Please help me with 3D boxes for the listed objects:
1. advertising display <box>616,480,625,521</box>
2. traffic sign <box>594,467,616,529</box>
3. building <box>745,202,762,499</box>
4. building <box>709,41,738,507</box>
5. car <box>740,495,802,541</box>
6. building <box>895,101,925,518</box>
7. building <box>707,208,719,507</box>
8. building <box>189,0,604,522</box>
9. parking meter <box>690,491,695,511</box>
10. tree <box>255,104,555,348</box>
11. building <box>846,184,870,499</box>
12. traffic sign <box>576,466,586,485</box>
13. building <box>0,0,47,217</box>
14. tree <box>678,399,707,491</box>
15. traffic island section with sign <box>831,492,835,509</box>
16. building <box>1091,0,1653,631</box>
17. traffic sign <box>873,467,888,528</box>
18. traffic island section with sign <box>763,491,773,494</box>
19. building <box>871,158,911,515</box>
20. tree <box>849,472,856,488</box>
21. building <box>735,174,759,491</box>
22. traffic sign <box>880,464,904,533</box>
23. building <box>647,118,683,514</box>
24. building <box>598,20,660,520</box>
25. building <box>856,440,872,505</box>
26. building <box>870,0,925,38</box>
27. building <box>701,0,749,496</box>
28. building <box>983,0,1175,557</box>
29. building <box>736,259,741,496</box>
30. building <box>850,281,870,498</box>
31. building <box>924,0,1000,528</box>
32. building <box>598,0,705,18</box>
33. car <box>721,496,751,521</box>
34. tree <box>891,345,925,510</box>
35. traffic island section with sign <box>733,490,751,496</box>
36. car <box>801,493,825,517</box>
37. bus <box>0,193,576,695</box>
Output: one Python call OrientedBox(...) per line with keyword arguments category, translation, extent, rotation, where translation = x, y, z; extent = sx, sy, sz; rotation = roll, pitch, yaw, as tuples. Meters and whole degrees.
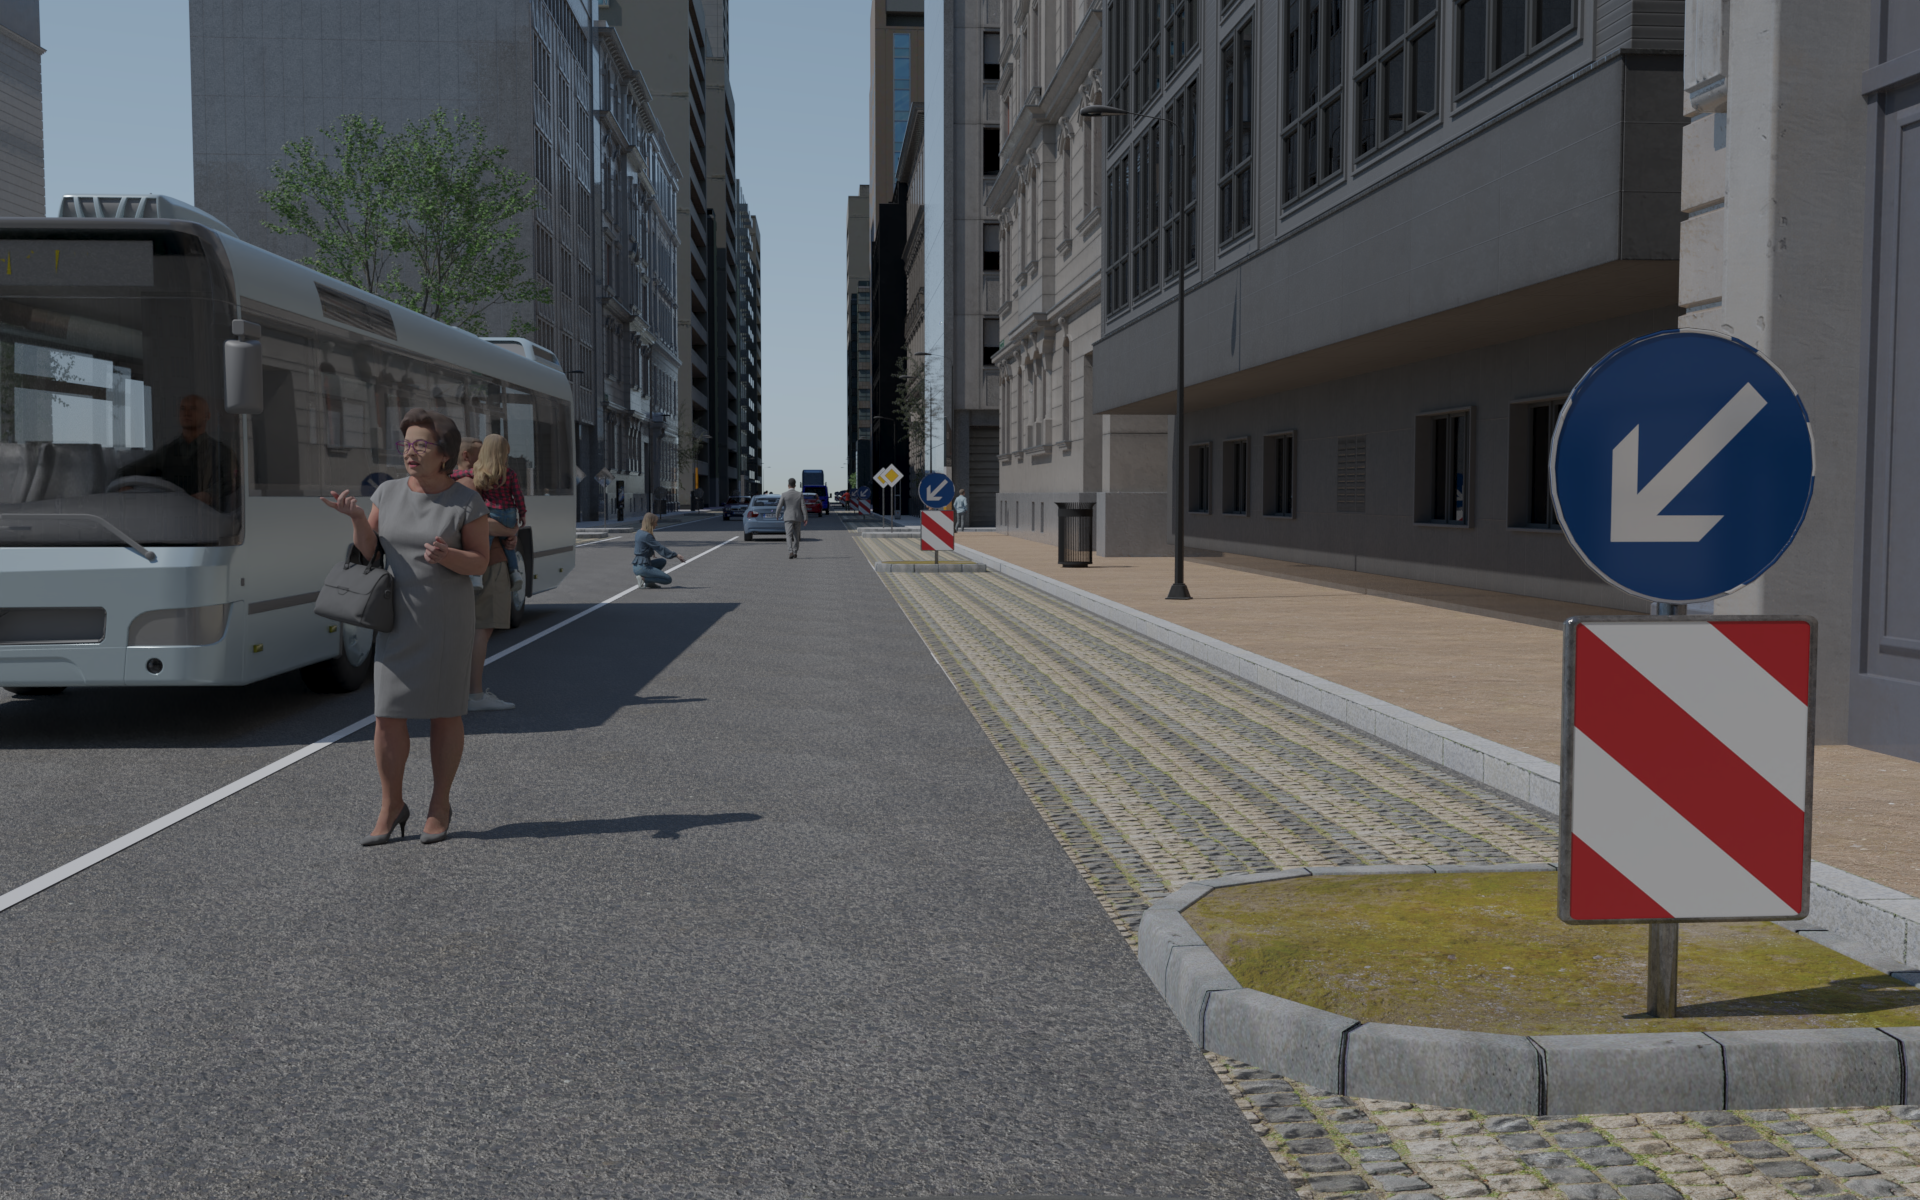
OrientedBox(category="advertising display", translation=(-16.013, -4.675, 81.642), extent=(0.123, 1.923, 0.974), rotation=(0, 4, 5))
OrientedBox(category="traffic sign", translation=(-13.196, -3.714, 64.367), extent=(0.795, 2.450, 0.064), rotation=(0, 4, -5))
OrientedBox(category="building", translation=(-43.516, -40.313, 282.819), extent=(21.300, 48.544, 21.600), rotation=(0, 4, -5))
OrientedBox(category="building", translation=(-35.072, -34.300, 184.501), extent=(21.300, 48.544, 21.600), rotation=(0, 4, -5))
OrientedBox(category="car", translation=(-5.858, -2.571, 54.043), extent=(2.014, 1.417, 4.499), rotation=(0, 4, -6))
OrientedBox(category="building", translation=(2.431, -16.216, 94.016), extent=(11.050, 23.489, 19.941), rotation=(0, 4, -5))
OrientedBox(category="building", translation=(-30.900, -24.203, 167.420), extent=(14.160, 30.474, 14.107), rotation=(0, 4, -5))
OrientedBox(category="building", translation=(-22.426, -15.582, 72.788), extent=(12.078, 24.808, 19.932), rotation=(0, 4, -5))
OrientedBox(category="parking meter", translation=(-20.052, -7.438, 130.018), extent=(0.372, 1.533, 0.369), rotation=(0, 3, 0))
OrientedBox(category="tree", translation=(-14.978, -7.428, 47.202), extent=(9.928, 11.665, 9.643), rotation=(0, 3, 0))
OrientedBox(category="building", translation=(-6.620, -39.330, 266.747), extent=(21.300, 48.544, 21.600), rotation=(0, 4, -5))
OrientedBox(category="traffic sign", translation=(-12.567, -3.227, 56.407), extent=(0.795, 2.450, 0.064), rotation=(0, 4, -5))
OrientedBox(category="building", translation=(-52.485, -17.626, 65.682), extent=(29.804, 29.767, 11.434), rotation=(0, 4, -5))
OrientedBox(category="tree", translation=(-21.563, -11.086, 131.623), extent=(4.360, 8.622, 3.978), rotation=(0, 3, 0))
OrientedBox(category="traffic island section with sign", translation=(-11.062, -9.560, 164.929), extent=(1.989, 1.847, 2.006), rotation=(0, 4, -5))
OrientedBox(category="building", translation=(10.472, -13.968, 21.879), extent=(14.314, 27.812, 24.014), rotation=(0, 4, -5))
OrientedBox(category="traffic sign", translation=(-2.882, -3.762, 65.158), extent=(0.795, 2.450, 0.064), rotation=(0, 4, -5))
OrientedBox(category="traffic island section with sign", translation=(-29.696, -16.170, 273.009), extent=(1.989, 1.847, 2.006), rotation=(0, 4, -5))
OrientedBox(category="building", translation=(0.694, -17.255, 111.791), extent=(12.332, 23.373, 15.834), rotation=(0, 4, -5))
OrientedBox(category="tree", translation=(-12.756, -14.656, 223.339), extent=(4.285, 4.588, 4.351), rotation=(0, 3, 0))
OrientedBox(category="building", translation=(-42.160, -38.975, 256.851), extent=(23.786, 49.044, 30.456), rotation=(0, 4, -5))
OrientedBox(category="traffic sign", translation=(-2.253, -3.276, 57.198), extent=(0.795, 2.450, 0.064), rotation=(0, 4, -5))
OrientedBox(category="building", translation=(-26.104, -20.240, 116.827), extent=(13.634, 28.700, 20.117), rotation=(0, 4, -5))
OrientedBox(category="building", translation=(-24.259, -18.771, 94.300), extent=(14.401, 28.519, 23.554), rotation=(0, 4, -5))
OrientedBox(category="building", translation=(-0.584, -54.187, 198.625), extent=(22.319, 86.520, 31.000), rotation=(0, 4, -5))
OrientedBox(category="building", translation=(-1.070, -31.369, 162.999), extent=(14.600, 45.320, 14.200), rotation=(0, 4, -5))
OrientedBox(category="building", translation=(-38.860, -48.478, 230.870), extent=(20.563, 71.187, 20.611), rotation=(0, 4, -5))
OrientedBox(category="building", translation=(8.257, -15.801, 45.739), extent=(14.401, 28.519, 23.554), rotation=(0, 4, -5))
OrientedBox(category="building", translation=(-33.279, -26.412, 203.542), extent=(14.160, 30.474, 14.107), rotation=(0, 4, -5))
OrientedBox(category="building", translation=(-8.716, -29.207, 249.234), extent=(14.160, 30.474, 14.107), rotation=(0, 4, -5))
OrientedBox(category="building", translation=(8.822, -15.493, 71.329), extent=(19.932, 24.808, 12.078), rotation=(0, 4, -5))
OrientedBox(category="building", translation=(-33.131, -32.102, 148.569), extent=(21.300, 48.544, 21.600), rotation=(0, 4, -5))
OrientedBox(category="car", translation=(-12.010, -5.005, 94.417), extent=(1.945, 1.354, 3.894), rotation=(0, 4, -5))
OrientedBox(category="tree", translation=(-1.419, -7.992, 81.035), extent=(4.360, 8.622, 3.978), rotation=(0, 3, 0))
OrientedBox(category="traffic island section with sign", translation=(-21.088, -9.494, 163.858), extent=(1.989, 1.847, 2.006), rotation=(0, 4, -5))
OrientedBox(category="car", translation=(-9.532, -6.084, 108.510), extent=(2.155, 1.783, 4.494), rotation=(0, 4, -4))
OrientedBox(category="bus", translation=(-5.745, -1.246, 15.225), extent=(2.948, 3.499, 13.247), rotation=(0, 4, -3))
